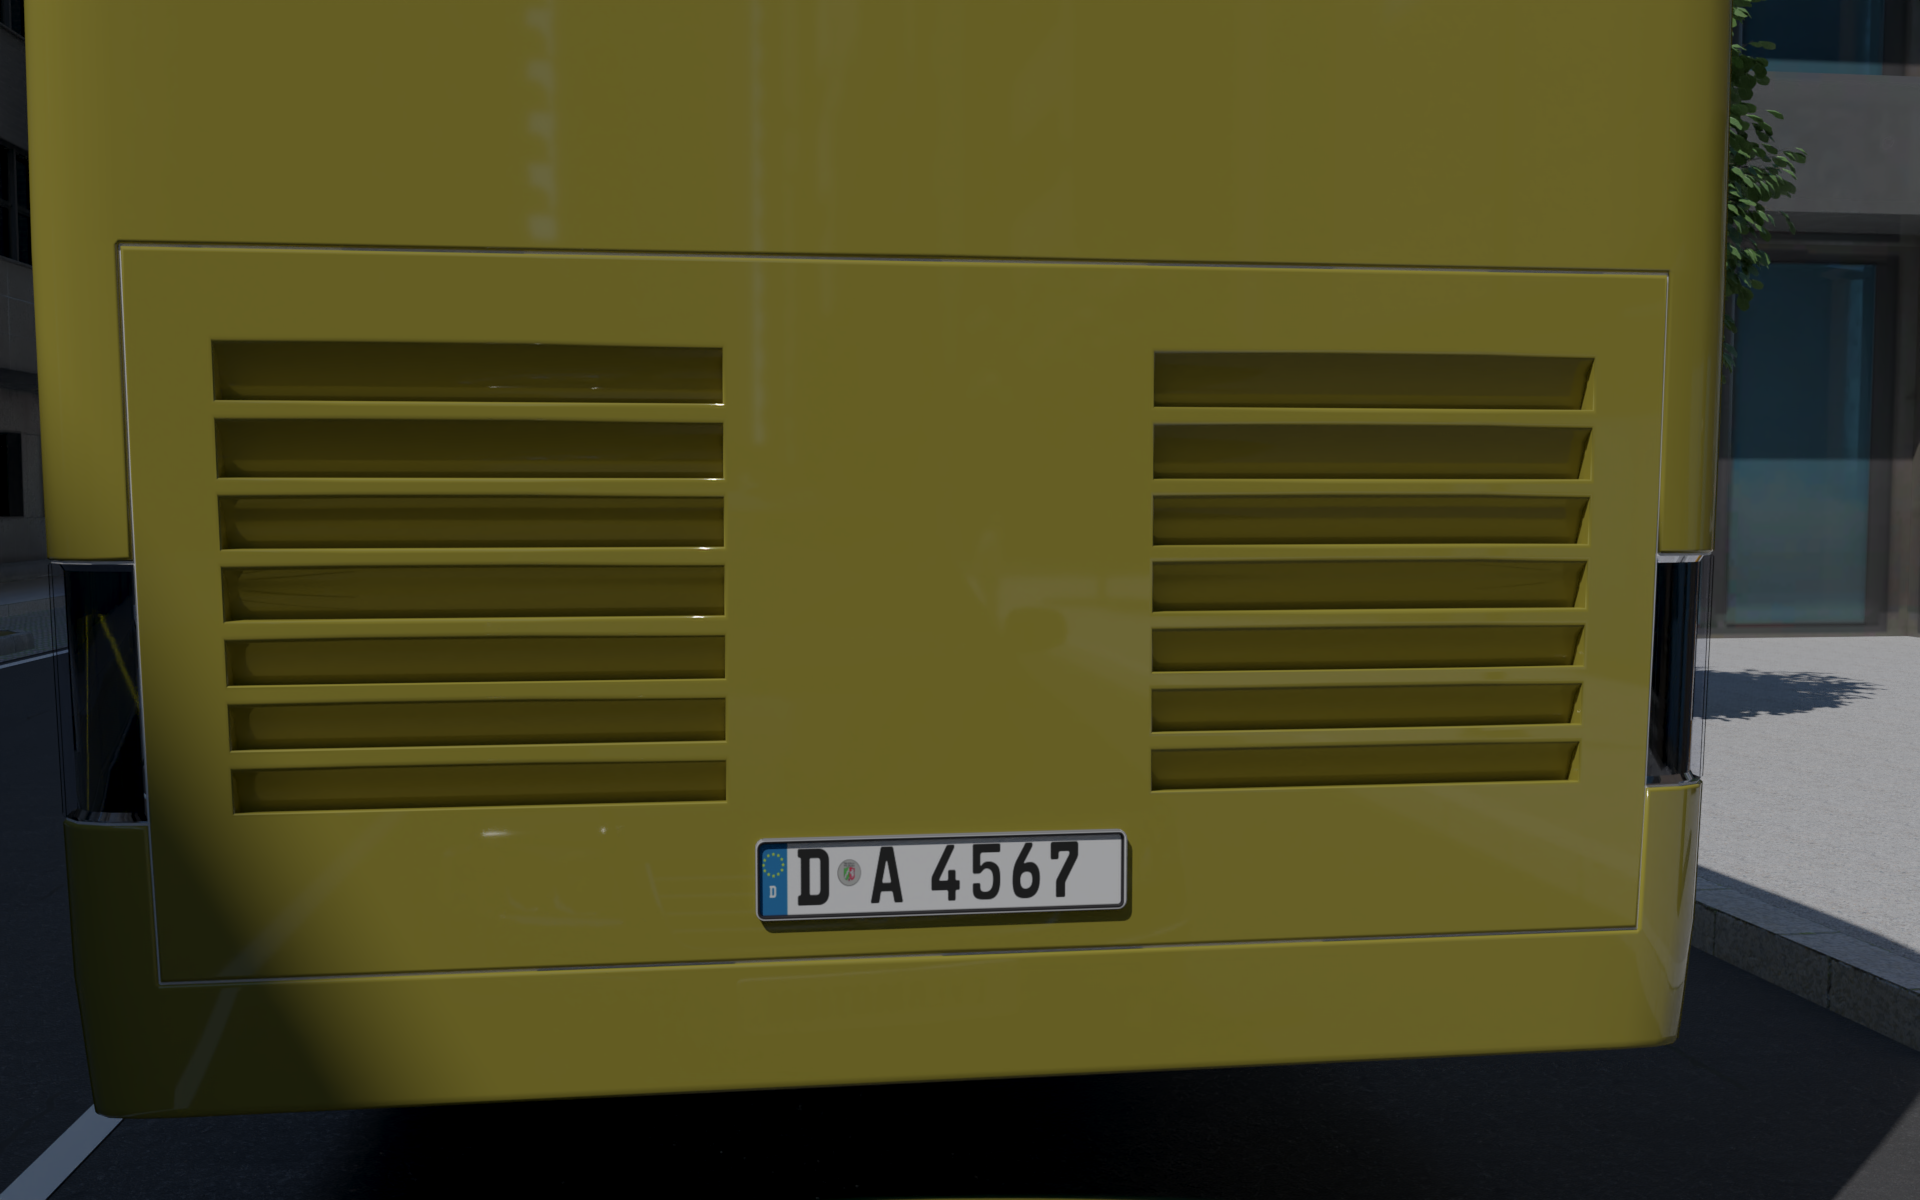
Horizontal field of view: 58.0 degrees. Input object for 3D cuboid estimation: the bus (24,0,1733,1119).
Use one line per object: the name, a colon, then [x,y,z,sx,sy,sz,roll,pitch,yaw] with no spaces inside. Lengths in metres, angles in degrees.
bus: [-0.880,-1.038,8.524,2.896,3.916,12.252,0,4,-8]

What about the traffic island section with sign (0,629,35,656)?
traffic island section with sign: [-9.457,-0.410,15.334,1.989,1.847,2.006,0,4,-8]

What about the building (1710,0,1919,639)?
building: [11.429,-24.949,27.530,23.786,49.044,30.456,0,4,-8]

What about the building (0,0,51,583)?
building: [-17.720,-11.882,13.342,14.314,24.678,30.058,0,4,-8]

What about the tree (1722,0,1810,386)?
tree: [3.100,-1.598,9.845,4.285,4.588,4.351,0,3,0]
